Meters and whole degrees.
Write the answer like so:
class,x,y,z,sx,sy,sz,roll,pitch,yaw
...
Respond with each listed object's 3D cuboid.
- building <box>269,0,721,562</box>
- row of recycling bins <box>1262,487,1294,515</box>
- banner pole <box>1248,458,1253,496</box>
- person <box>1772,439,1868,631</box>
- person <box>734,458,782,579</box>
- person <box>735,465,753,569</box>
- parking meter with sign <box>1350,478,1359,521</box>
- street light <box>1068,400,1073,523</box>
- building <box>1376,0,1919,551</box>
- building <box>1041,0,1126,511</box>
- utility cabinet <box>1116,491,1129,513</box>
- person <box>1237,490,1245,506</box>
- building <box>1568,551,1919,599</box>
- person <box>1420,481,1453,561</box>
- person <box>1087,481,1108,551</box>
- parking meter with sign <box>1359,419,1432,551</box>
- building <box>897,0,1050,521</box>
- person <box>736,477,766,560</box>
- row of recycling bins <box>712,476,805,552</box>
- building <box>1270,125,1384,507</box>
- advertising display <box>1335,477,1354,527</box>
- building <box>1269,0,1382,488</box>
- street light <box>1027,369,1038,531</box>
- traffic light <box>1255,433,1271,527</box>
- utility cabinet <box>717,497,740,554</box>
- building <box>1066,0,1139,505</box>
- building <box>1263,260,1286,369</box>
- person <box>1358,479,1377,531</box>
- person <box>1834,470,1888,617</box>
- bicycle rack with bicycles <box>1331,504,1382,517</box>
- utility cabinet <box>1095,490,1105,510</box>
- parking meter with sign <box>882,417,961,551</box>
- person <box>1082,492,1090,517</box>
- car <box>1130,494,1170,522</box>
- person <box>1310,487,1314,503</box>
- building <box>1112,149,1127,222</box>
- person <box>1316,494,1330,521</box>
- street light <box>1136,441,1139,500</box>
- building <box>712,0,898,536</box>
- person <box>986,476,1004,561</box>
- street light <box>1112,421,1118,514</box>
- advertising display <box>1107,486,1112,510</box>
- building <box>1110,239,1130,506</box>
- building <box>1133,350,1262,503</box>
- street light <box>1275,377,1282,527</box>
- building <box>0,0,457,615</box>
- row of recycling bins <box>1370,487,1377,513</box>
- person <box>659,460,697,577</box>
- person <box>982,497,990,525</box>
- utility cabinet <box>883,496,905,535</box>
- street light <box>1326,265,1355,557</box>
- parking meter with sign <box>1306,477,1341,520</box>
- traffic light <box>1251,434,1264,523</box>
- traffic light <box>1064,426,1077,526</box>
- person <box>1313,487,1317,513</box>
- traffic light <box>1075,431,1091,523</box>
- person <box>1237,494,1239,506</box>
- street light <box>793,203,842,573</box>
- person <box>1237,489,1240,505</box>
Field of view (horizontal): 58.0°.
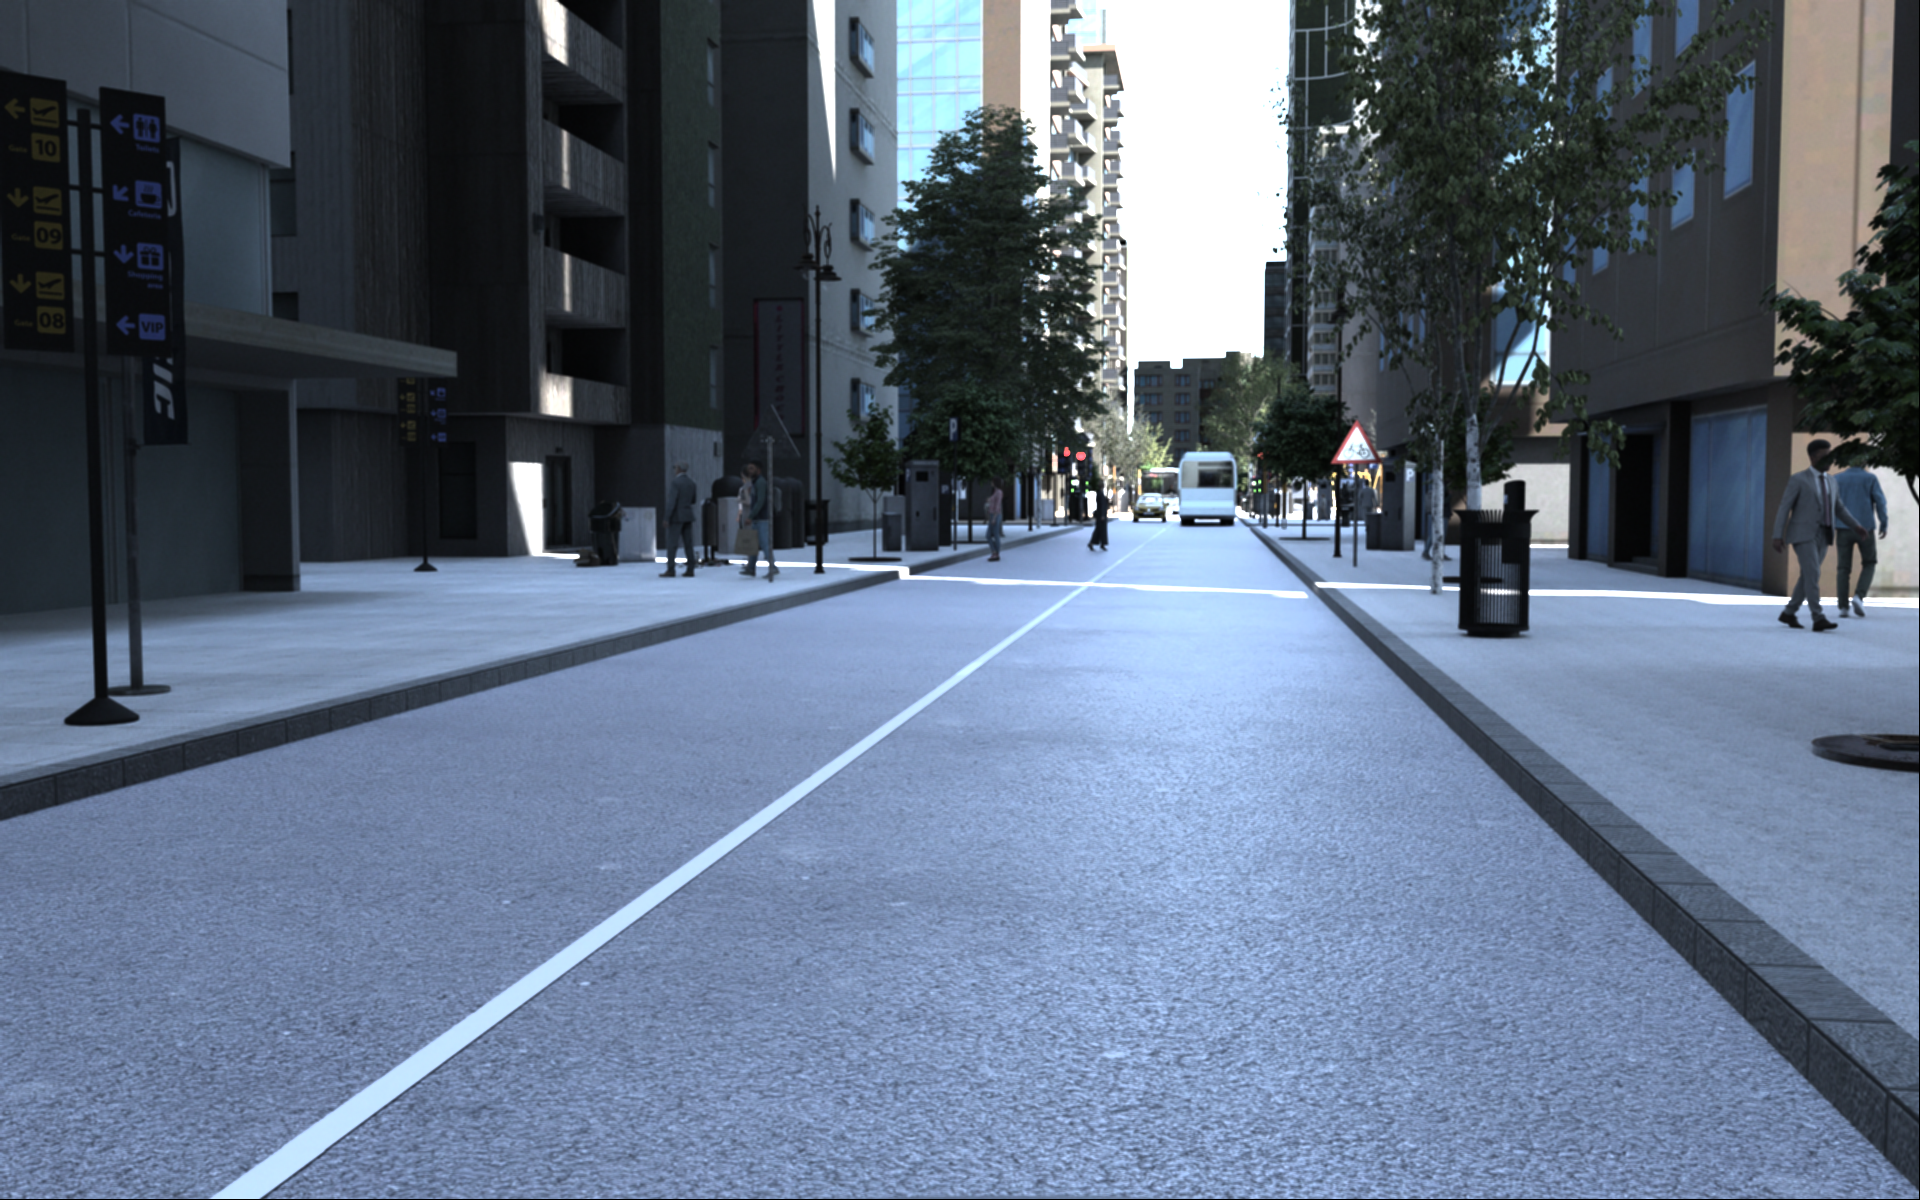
class,x,y,z,sx,sy,sz,roll,pitch,yaw
building,-14.037,-16.286,37.984,14.160,30.474,14.107,1,4,8
row of recycling bins,19.461,-6.099,106.824,1.069,1.692,3.534,3,5,41
banner pole,19.835,-7.856,118.455,0.401,3.779,0.863,-1,4,-17
person,8.040,-0.612,16.331,0.678,1.792,0.850,-1,4,-18
person,-3.061,-1.233,26.181,0.713,1.824,0.794,1,4,10
person,-3.657,-1.426,29.700,0.374,1.781,0.599,1,4,12
parking meter with sign,19.164,-5.284,82.647,0.543,3.016,1.738,-2,4,-23
street light,4.969,-6.423,77.805,0.468,5.910,1.993,1,4,8
building,19.485,-24.324,47.805,14.600,45.320,14.200,1,4,8
building,4.573,-31.407,168.133,22.147,44.769,28.867,1,4,8
utility cabinet,11.011,-6.653,117.459,0.318,1.500,1.173,3,4,37
person,29.646,-10.763,182.734,1.217,1.736,0.721,3,4,38
building,17.666,-22.970,25.677,14.600,45.320,14.200,1,4,8
person,9.240,-1.646,33.296,0.721,1.781,0.623,-1,4,-10
person,3.545,-2.138,43.874,0.534,1.772,0.576,-3,4,-39
parking meter with sign,9.960,-2.631,39.281,0.543,3.016,1.738,-2,4,-33
building,-2.884,-26.914,90.151,14.600,45.320,14.200,1,4,8
person,-3.970,-1.656,33.795,0.598,1.740,0.731,1,4,22
row of recycling bins,-4.592,-2.016,40.076,1.069,1.692,3.534,1,4,22
building,47.537,-29.411,172.747,32.217,40.220,23.993,1,4,8
advertising display,15.004,-3.800,67.345,0.123,1.923,0.974,-3,4,-37
building,45.282,-46.286,195.029,20.563,71.187,20.611,1,4,8
street light,2.454,-5.345,60.182,0.468,5.910,1.993,1,4,8
traffic light,12.052,-4.851,68.229,0.839,4.253,0.868,1,4,8
utility cabinet,-4.984,-1.597,37.270,0.306,1.237,1.020,-1,4,-19
building,6.300,-55.086,213.335,31.000,86.520,22.319,1,4,8
building,44.427,-27.046,213.908,14.160,30.474,14.107,1,4,8
person,14.101,-3.285,60.024,0.678,1.792,0.850,0,4,-2
person,9.290,-0.711,18.004,0.601,1.785,0.444,3,5,39
bicycle rack with bicycles,20.900,-4.827,92.306,2.852,0.926,2.925,-3,4,-38
utility cabinet,7.605,-5.226,94.131,0.318,1.500,1.173,0,4,-6
parking meter with sign,-0.877,-2.614,38.997,1.738,3.016,0.543,-1,4,-22
person,6.958,-5.578,97.347,0.850,1.850,0.679,-1,4,-21
car,9.805,-4.838,89.321,2.015,1.641,3.980,0,4,8
person,26.009,-7.504,128.836,0.767,1.812,0.694,-2,4,-35
building,11.898,-40.619,253.360,27.495,52.752,28.713,1,4,8
person,17.035,-4.337,81.222,0.640,1.303,0.475,-1,4,-14
street light,14.490,-10.351,142.027,0.468,5.910,1.993,1,4,8
building,-14.333,-26.514,57.200,21.600,48.544,21.300,1,4,8
person,0.740,-1.748,37.094,0.388,1.821,0.555,-1,4,-15
street light,9.726,-8.387,109.917,0.468,5.910,1.993,1,4,8
advertising display,11.953,-8.139,138.279,0.123,1.923,0.974,1,4,23
building,11.083,-25.541,189.294,14.160,30.474,14.107,1,4,8
building,39.978,-24.703,248.930,28.899,21.520,27.650,1,4,8
street light,12.387,-5.789,67.434,0.468,5.910,1.993,1,4,8
building,-21.687,-25.696,9.367,28.713,52.752,27.495,1,4,8
row of recycling bins,23.678,-5.743,101.010,1.069,1.692,3.534,2,4,24
person,-4.398,-1.265,26.898,0.590,1.801,0.661,2,4,31
person,1.169,-3.647,72.406,0.640,1.303,0.475,1,4,13
utility cabinet,-1.868,-2.613,53.883,1.020,1.237,0.306,-2,4,-23
street light,7.690,-3.812,35.116,0.468,5.910,1.993,1,4,8
parking meter with sign,18.056,-5.486,85.962,1.738,3.016,0.543,0,4,2
traffic light,13.210,-5.334,76.130,0.839,4.253,0.868,1,4,8
traffic light,4.271,-4.919,69.349,0.839,4.253,0.868,1,4,8
person,24.184,-6.784,117.631,0.598,1.740,0.731,-3,5,-44
traffic light,5.429,-5.402,77.250,0.839,4.253,0.868,1,4,8
person,30.670,-11.114,191.018,0.557,1.426,1.065,3,4,38
street light,-2.279,-3.370,27.884,0.468,5.910,1.993,1,4,8
person,31.076,-11.431,192.949,0.705,1.822,1.348,2,4,31
